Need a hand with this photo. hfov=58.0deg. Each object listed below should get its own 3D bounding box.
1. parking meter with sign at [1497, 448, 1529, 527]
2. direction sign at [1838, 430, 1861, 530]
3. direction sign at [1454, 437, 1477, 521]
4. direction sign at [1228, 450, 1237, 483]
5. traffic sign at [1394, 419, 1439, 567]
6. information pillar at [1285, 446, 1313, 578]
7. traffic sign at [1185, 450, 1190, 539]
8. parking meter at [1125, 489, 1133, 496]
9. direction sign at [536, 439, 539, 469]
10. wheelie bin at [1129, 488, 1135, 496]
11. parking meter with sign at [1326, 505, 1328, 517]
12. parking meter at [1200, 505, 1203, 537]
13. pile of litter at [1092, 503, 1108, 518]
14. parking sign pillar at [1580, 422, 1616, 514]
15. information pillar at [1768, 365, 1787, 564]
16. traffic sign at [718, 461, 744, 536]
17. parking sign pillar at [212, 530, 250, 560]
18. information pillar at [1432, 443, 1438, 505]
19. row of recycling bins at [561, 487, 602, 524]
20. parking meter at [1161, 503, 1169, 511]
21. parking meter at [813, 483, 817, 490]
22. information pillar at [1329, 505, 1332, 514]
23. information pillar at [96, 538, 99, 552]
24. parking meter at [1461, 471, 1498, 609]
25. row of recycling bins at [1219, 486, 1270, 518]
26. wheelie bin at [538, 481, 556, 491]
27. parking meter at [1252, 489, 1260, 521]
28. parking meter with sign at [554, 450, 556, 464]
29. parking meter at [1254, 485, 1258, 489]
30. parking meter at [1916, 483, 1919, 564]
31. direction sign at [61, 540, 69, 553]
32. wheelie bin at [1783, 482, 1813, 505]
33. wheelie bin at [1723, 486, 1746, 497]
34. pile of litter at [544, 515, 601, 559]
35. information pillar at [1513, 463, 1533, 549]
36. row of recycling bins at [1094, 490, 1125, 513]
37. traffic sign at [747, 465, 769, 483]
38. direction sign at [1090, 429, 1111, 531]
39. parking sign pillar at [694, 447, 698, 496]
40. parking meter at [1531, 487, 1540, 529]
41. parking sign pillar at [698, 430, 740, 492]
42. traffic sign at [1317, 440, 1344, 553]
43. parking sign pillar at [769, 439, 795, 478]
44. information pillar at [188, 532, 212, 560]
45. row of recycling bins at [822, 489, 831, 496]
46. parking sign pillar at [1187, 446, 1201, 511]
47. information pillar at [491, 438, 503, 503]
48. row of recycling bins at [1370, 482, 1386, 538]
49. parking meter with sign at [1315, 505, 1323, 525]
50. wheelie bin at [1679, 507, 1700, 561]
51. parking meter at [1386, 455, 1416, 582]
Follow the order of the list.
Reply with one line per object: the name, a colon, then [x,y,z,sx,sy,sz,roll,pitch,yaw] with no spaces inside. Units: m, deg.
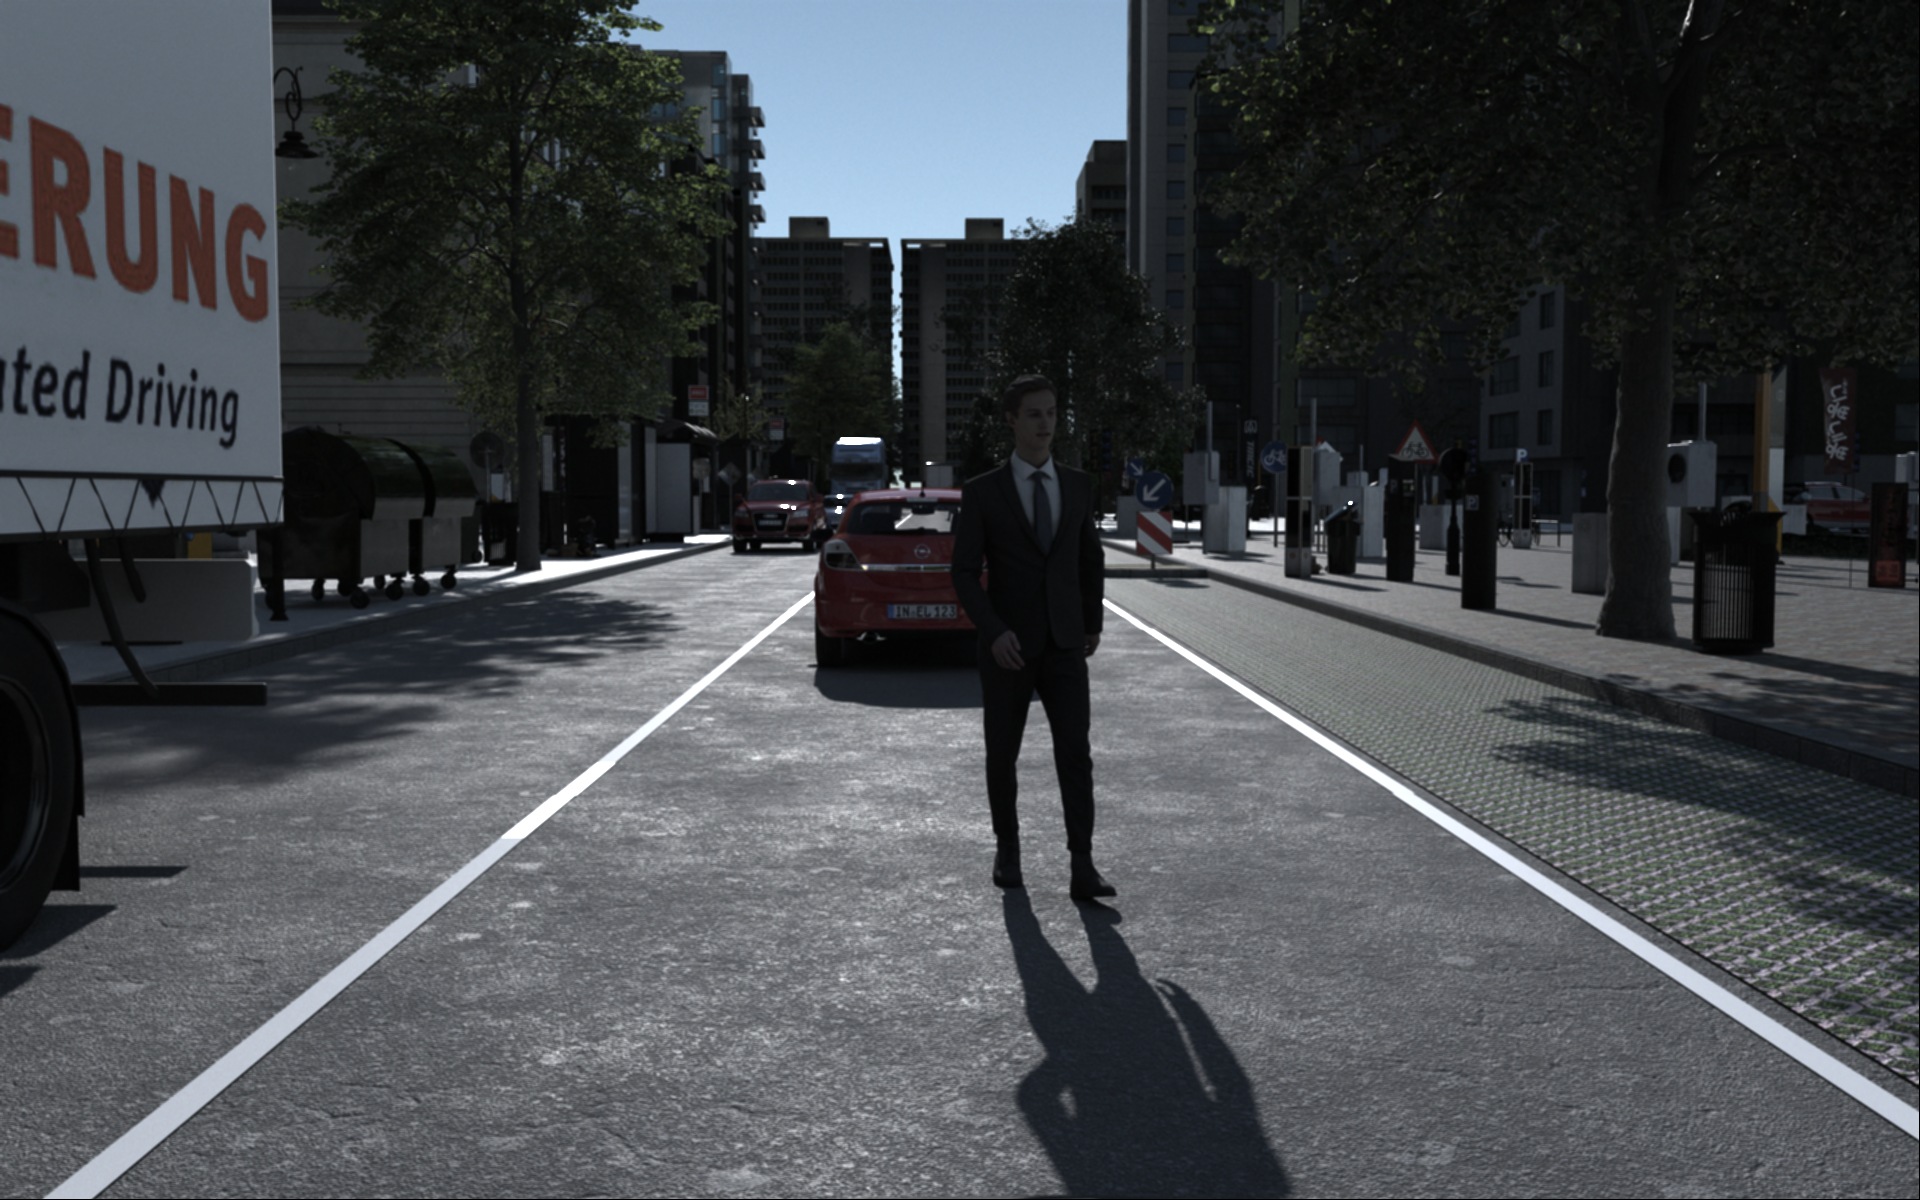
parking meter with sign: [21.238,-4.319,66.873,0.543,3.016,1.738,-1,4,-11]
direction sign: [31.539,-4.262,61.684,0.876,3.537,0.379,1,4,13]
direction sign: [19.943,-4.677,68.464,0.876,3.537,0.379,1,4,8]
direction sign: [14.214,-6.003,90.149,0.876,3.537,0.379,-3,5,-43]
traffic sign: [7.928,-1.848,30.223,0.884,2.594,0.081,1,4,8]
information pillar: [5.220,-1.358,26.694,0.304,2.012,0.304,-3,5,-43]
traffic sign: [6.501,-3.036,49.650,0.884,2.594,0.081,0,4,7]
parking meter: [7.875,-4.423,80.725,0.372,1.533,0.369,0,3,0]
direction sign: [-17.644,-4.905,72.197,0.379,3.537,0.876,-1,4,-22]
wheelie bin: [9.264,-5.167,92.388,0.980,1.594,0.693,2,4,34]
parking meter with sign: [19.053,-5.795,91.008,0.543,3.016,1.738,0,4,-4]
parking meter: [7.341,-2.635,51.489,0.372,1.533,0.369,0,3,0]
pile of litter: [7.454,-4.915,94.329,1.176,0.858,1.719,0,4,4]
parking sign pillar: [22.893,-4.489,61.869,1.447,3.967,1.447,-1,4,-9]
information pillar: [14.805,-2.455,31.501,0.504,3.616,0.183,-2,4,-29]
traffic sign: [-6.998,-3.012,52.882,0.795,2.450,0.064,0,4,-1]
parking sign pillar: [-14.544,-2.751,33.454,1.447,3.967,1.447,0,4,-1]
information pillar: [21.873,-5.406,79.736,0.183,3.616,0.504,0,4,-6]
row of recycling bins: [-16.793,-4.201,75.798,3.534,1.692,1.069,-1,4,-21]
parking meter: [10.647,-4.983,89.884,0.372,1.533,0.369,0,3,0]
parking meter: [-7.673,-5.206,90.834,0.255,1.863,0.399,1,4,19]
information pillar: [14.378,-3.799,66.598,0.304,2.012,0.304,1,4,19]
information pillar: [-17.218,-2.653,34.730,0.183,3.616,0.504,2,4,24]
parking meter: [5.817,-0.672,19.393,0.372,1.533,0.369,0,3,0]
row of recycling bins: [15.065,-5.285,93.524,3.534,1.692,1.069,-1,4,-22]
wheelie bin: [-10.442,-2.170,43.385,0.693,1.594,0.980,0,4,1]
parking meter: [14.092,-4.533,82.532,0.372,1.533,0.369,0,3,0]
parking meter with sign: [-16.623,-4.420,68.520,0.543,3.016,1.738,-3,5,-42]
parking meter: [18.736,-6.330,109.210,0.399,1.863,0.255,2,4,27]
parking meter: [17.660,-1.415,31.553,0.372,1.533,0.369,0,3,0]
direction sign: [-9.674,-1.630,18.655,0.876,3.537,0.379,-1,4,-11]
wheelie bin: [21.803,-2.293,45.393,0.980,1.594,0.693,2,4,26]
wheelie bin: [30.018,-3.620,67.097,0.693,1.594,0.980,-2,4,-33]
pile of litter: [-7.858,-1.299,35.198,1.176,0.858,1.719,0,4,-3]
information pillar: [13.173,-2.206,40.555,0.304,2.012,0.304,-1,4,-14]
row of recycling bins: [9.613,-6.684,116.396,3.534,1.692,1.069,-2,4,-31]
traffic sign: [-7.107,-3.500,60.866,0.795,2.450,0.064,0,4,-1]
direction sign: [4.879,-4.178,60.312,0.876,3.537,0.379,3,5,41]
parking sign pillar: [-14.477,-6.747,98.782,1.447,3.967,1.447,0,4,-7]
parking meter: [21.276,-3.406,64.100,0.372,1.533,0.369,0,3,0]
parking sign pillar: [-9.920,-5.156,72.771,1.447,3.967,1.447,-2,4,-35]
traffic sign: [7.877,-2.216,37.419,0.795,2.450,0.064,0,4,2]
parking sign pillar: [-8.806,-5.952,85.793,1.447,3.967,1.447,2,4,34]
information pillar: [-7.500,-1.557,16.806,0.183,3.616,0.504,2,4,28]
row of recycling bins: [-9.446,-6.807,118.409,3.534,1.692,1.069,3,5,45]
parking sign pillar: [12.458,-6.288,91.288,1.447,3.967,1.447,-1,4,-11]
information pillar: [-18.894,-4.855,70.733,0.504,3.616,0.183,0,4,-5]
row of recycling bins: [12.846,-2.772,52.439,1.069,1.692,3.534,1,4,12]
parking meter with sign: [14.627,-4.678,72.738,0.543,3.016,1.738,-1,4,-11]
wheelie bin: [14.001,-1.571,33.586,0.693,1.594,0.980,2,4,34]
parking meter: [6.487,-1.209,25.474,0.255,1.863,0.399,-1,4,-20]
